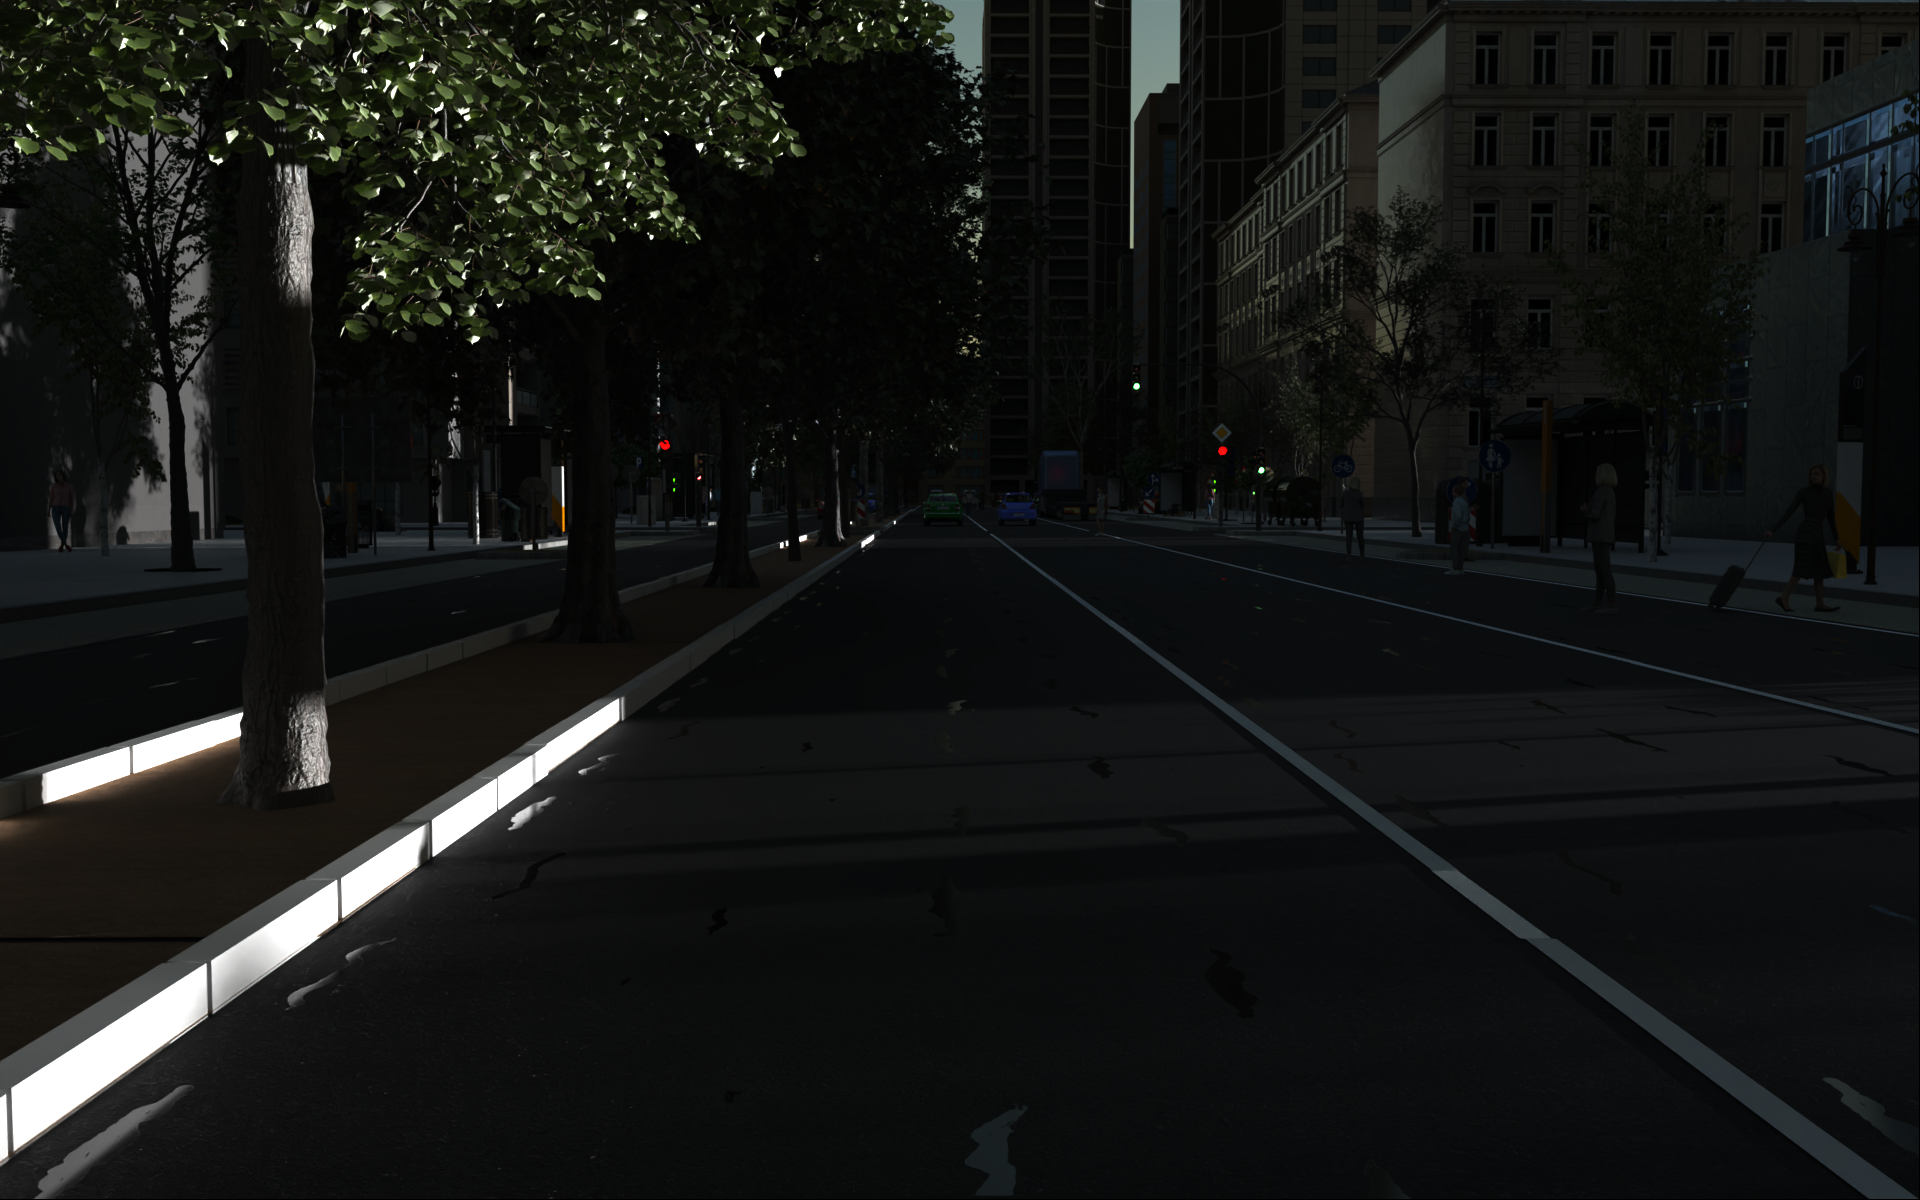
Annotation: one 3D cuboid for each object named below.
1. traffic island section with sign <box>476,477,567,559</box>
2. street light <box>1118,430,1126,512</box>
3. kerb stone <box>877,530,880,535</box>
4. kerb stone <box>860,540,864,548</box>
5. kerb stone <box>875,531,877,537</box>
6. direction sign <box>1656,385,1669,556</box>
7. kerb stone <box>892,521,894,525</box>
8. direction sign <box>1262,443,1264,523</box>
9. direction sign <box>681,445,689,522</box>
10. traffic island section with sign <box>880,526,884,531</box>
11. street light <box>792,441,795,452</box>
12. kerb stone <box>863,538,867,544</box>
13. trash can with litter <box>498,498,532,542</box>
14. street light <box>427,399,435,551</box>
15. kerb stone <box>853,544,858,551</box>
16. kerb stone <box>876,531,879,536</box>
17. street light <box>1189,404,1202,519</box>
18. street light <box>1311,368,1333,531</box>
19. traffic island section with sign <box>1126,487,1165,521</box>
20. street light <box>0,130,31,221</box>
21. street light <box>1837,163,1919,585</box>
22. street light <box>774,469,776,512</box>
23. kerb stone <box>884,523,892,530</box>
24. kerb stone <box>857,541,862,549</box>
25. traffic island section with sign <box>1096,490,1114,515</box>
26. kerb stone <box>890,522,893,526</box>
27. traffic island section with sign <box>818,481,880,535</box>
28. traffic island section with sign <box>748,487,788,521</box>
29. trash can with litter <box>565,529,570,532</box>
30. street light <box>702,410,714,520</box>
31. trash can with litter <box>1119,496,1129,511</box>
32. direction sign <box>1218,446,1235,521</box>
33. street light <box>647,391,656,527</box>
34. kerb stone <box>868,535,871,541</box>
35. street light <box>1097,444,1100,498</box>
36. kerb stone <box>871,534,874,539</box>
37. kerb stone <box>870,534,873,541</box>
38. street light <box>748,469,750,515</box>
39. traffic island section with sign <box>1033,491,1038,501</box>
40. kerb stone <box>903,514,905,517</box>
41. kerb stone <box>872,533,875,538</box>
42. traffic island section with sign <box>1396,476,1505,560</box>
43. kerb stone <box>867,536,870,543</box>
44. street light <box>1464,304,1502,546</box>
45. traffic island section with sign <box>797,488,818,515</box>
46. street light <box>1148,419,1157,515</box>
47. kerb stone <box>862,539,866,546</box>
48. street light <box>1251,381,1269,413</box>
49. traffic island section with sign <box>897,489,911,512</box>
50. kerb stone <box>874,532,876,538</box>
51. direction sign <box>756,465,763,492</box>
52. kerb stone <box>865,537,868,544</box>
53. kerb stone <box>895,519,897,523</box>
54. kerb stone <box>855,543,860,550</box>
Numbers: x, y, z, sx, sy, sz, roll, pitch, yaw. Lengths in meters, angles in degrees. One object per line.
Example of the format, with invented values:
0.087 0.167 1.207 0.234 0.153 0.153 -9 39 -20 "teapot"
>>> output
-9.579 -1.836 38.653 1.989 1.847 2.006 0 4 -1 "traffic island section with sign"
11.572 -9.258 124.163 0.468 5.910 1.993 0 4 -1 "street light"
-2.827 -2.154 57.542 0.120 0.150 1.000 0 4 -1 "kerb stone"
-2.658 -1.410 45.251 0.120 0.150 1.000 0 4 -1 "kerb stone"
-2.804 -2.036 55.484 0.120 0.150 1.000 0 4 -1 "kerb stone"
14.602 -2.697 36.092 0.379 3.537 0.876 1 4 8 "direction sign"
-3.068 -3.260 75.492 0.120 0.150 1.000 0 4 -1 "kerb stone"
13.285 -5.175 76.615 0.379 3.537 0.876 0 4 -5 "direction sign"
-12.770 -5.402 80.327 0.379 3.537 0.876 -1 4 -15 "direction sign"
-4.002 -3.659 67.959 2.006 1.907 1.989 0 4 -1 "traffic island section with sign"
-13.376 -10.182 139.265 0.468 5.910 1.993 0 4 -1 "street light"
-2.687 -1.535 47.300 0.120 0.150 1.000 0 4 -1 "kerb stone"
-11.895 -2.157 46.658 1.055 1.170 0.624 1 4 9 "trash can with litter"
-11.984 -4.055 39.083 0.468 5.910 1.993 0 4 -1 "street light"
-2.629 -1.222 42.180 0.120 0.150 1.000 0 4 -1 "kerb stone"
-2.812 -2.098 56.506 0.120 0.150 1.000 0 4 -1 "kerb stone"
12.040 -7.091 88.732 0.468 5.910 1.993 0 4 -1 "street light"
12.511 -5.337 60.055 0.468 5.910 1.993 0 4 -1 "street light"
10.003 -5.201 93.656 1.989 1.847 2.006 0 4 -1 "traffic island section with sign"
-11.621 -2.924 20.595 0.468 5.910 1.993 0 4 -1 "street light"
12.918 -3.156 24.394 0.468 5.910 1.993 0 4 -1 "street light"
-12.992 -9.099 121.551 0.468 5.910 1.993 0 4 -1 "street light"
-3.026 -3.072 72.422 0.120 0.150 1.000 0 4 -1 "kerb stone"
-2.651 -1.348 44.227 0.120 0.150 1.000 0 4 -1 "kerb stone"
9.637 -6.865 120.864 1.989 1.847 2.006 0 4 -1 "traffic island section with sign"
-3.038 -3.133 73.446 0.120 0.150 1.000 0 4 -1 "kerb stone"
-3.912 -3.206 60.552 2.006 1.907 1.989 0 4 -1 "traffic island section with sign"
-10.304 -5.171 93.171 1.989 1.847 2.006 0 4 -1 "traffic island section with sign"
-13.528 -2.934 59.360 1.055 1.170 0.624 3 4 36 "trash can with litter"
-12.518 -6.932 86.120 0.468 5.910 1.993 0 4 -1 "street light"
12.165 -7.221 129.448 0.624 1.170 1.055 -1 4 -22 "trash can with litter"
12.685 -5.533 82.469 0.876 3.537 0.379 -1 4 -19 "direction sign"
-12.264 -5.842 68.301 0.468 5.910 1.993 0 4 -1 "street light"
-2.732 -1.723 50.371 0.120 0.150 1.000 0 4 -1 "kerb stone"
11.311 -10.372 142.368 0.468 5.910 1.993 0 4 -1 "street light"
-2.754 -1.848 52.417 0.120 0.150 1.000 0 4 -1 "kerb stone"
-2.743 -1.786 51.395 0.120 0.150 1.000 0 4 -1 "kerb stone"
-12.662 -8.015 103.837 0.468 5.910 1.993 0 4 -1 "street light"
8.599 -11.610 198.447 1.989 1.847 2.006 0 4 -1 "traffic island section with sign"
-3.383 -4.700 99.041 0.120 0.150 1.000 0 4 -1 "kerb stone"
-2.775 -1.911 53.440 0.120 0.150 1.000 0 4 -1 "kerb stone"
10.750 -1.814 38.284 1.989 1.847 2.006 0 4 -1 "traffic island section with sign"
-2.715 -1.661 49.348 0.120 0.150 1.000 0 4 -1 "kerb stone"
12.749 -4.254 42.339 0.468 5.910 1.993 0 4 -1 "street light"
-10.685 -6.841 120.481 1.989 1.847 2.006 0 4 -1 "traffic island section with sign"
11.822 -8.175 106.448 0.468 5.910 1.993 0 4 -1 "street light"
-2.672 -1.473 46.278 0.120 0.150 1.000 0 4 -1 "kerb stone"
12.297 -6.008 71.017 0.468 5.910 1.993 0 4 -1 "street light"
-5.019 -8.254 143.090 2.006 1.907 1.989 0 4 -1 "traffic island section with sign"
-2.787 -1.973 54.462 0.120 0.150 1.000 0 4 -1 "kerb stone"
-13.609 -7.677 117.522 0.379 3.537 0.876 1 4 21 "direction sign"
-2.710 -1.597 48.325 0.120 0.150 1.000 0 4 -1 "kerb stone"
-3.142 -3.572 80.604 0.120 0.150 1.000 0 4 -1 "kerb stone"
-2.635 -1.282 43.202 0.120 0.150 1.000 0 4 -1 "kerb stone"
